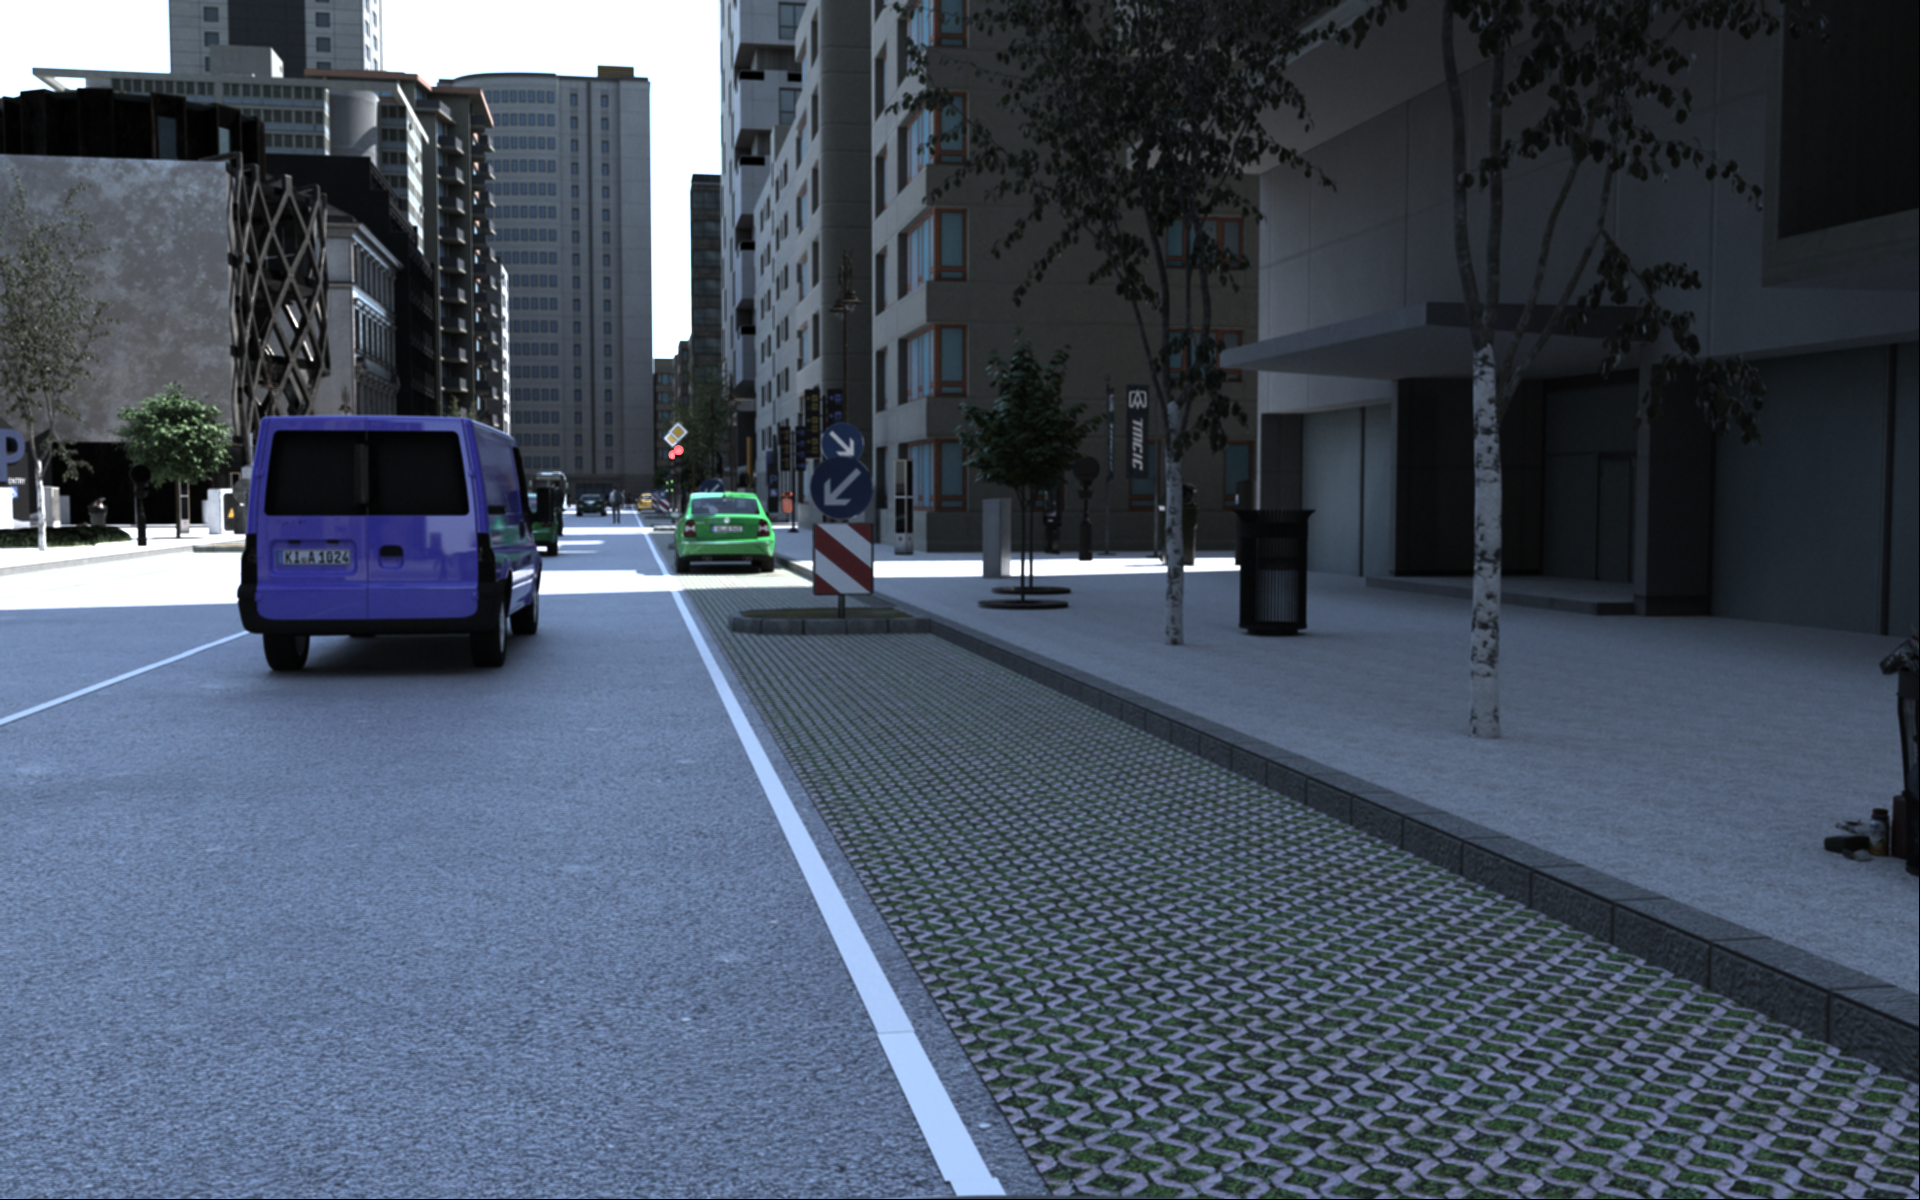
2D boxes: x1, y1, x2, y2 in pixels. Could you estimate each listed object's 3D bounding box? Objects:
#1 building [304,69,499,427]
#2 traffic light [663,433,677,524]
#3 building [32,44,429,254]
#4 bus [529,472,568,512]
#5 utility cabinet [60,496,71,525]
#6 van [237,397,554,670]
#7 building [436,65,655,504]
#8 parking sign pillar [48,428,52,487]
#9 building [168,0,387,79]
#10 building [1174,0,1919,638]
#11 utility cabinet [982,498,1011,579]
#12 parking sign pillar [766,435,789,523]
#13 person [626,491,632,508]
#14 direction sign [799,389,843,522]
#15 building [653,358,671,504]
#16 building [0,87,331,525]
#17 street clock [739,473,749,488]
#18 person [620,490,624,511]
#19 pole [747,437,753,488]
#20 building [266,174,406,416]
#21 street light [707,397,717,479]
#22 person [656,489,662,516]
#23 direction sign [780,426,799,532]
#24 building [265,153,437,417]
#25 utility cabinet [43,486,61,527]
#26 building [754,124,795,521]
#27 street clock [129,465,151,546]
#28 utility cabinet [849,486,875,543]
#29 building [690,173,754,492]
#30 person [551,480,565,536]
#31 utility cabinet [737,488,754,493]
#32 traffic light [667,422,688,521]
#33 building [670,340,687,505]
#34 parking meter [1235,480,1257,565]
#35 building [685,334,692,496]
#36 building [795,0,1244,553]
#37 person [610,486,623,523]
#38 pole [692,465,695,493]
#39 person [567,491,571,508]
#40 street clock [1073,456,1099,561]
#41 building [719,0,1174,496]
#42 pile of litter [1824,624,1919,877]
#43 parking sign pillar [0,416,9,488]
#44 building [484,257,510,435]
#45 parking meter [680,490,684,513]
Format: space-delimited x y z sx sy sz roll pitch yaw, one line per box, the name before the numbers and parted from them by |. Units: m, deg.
building | -60.570 -32.243 181.797 22.147 44.769 28.867 -1 4 -11
traffic light | -12.484 -5.279 75.232 0.839 4.253 0.868 -1 4 -11
building | -61.323 -28.309 154.725 32.217 40.220 23.993 -1 4 -11
bus | -33.403 -8.940 141.024 2.948 3.499 13.247 -1 4 -12
utility cabinet | -37.597 -3.723 72.033 1.020 1.237 0.306 -2 4 -34
van | -4.978 -0.701 15.849 2.240 2.365 5.245 -1 4 -9
building | -56.956 -42.678 239.780 28.212 58.520 21.231 -1 4 -11
parking sign pillar | -37.692 -5.014 70.445 1.447 3.967 1.447 -3 5 -40
building | -78.510 -46.746 202.549 20.611 71.187 20.563 -1 4 -11
building | 18.208 -26.215 17.847 28.713 52.752 27.495 -1 4 -11
utility cabinet | 0.565 -0.954 26.759 0.306 1.237 1.020 1 4 10
parking sign pillar | -8.426 -5.468 77.867 1.447 3.967 1.447 -1 4 -10
person | -32.856 -9.983 172.166 0.568 1.767 0.683 2 4 27
direction sign | -2.935 -2.778 37.421 0.876 3.537 0.379 1 4 18
building | -29.305 -24.720 249.208 28.899 21.520 27.650 -1 4 -11
building | -38.457 -13.024 80.393 16.820 18.784 16.811 -1 4 -11
street clock | -7.475 -3.396 60.089 0.358 2.002 0.471 1 4 10
person | -28.090 -8.265 143.974 0.444 1.785 0.601 1 4 17
pole | -7.493 -4.153 61.746 0.158 3.312 0.155 0 3 0
building | -39.982 -14.663 104.364 10.561 19.102 19.286 -1 4 -11
street light | -11.790 -6.714 82.562 0.468 5.910 1.993 -1 4 -11
person | -18.595 -6.018 107.468 0.480 1.755 0.524 0 4 3
direction sign | -5.591 -4.038 58.022 0.876 3.537 0.379 1 4 11
building | -43.953 -17.837 121.319 12.332 23.373 15.834 -1 4 -11
utility cabinet | -26.070 -2.508 49.680 0.318 1.500 1.173 -1 4 -18
building | 4.264 -15.283 94.914 28.899 21.520 27.650 -1 4 -11
street clock | -20.152 -2.327 42.618 0.471 2.002 0.358 -2 4 -34
utility cabinet | -2.578 -2.236 45.233 0.318 1.500 1.173 -2 4 -25
building | -17.791 -23.730 159.686 14.160 30.474 14.107 -1 4 -11
person | -13.764 -3.130 59.044 0.474 1.900 0.648 0 4 -2
utility cabinet | -7.349 -3.091 59.221 0.318 1.500 1.173 0 4 7
traffic light | -10.969 -4.799 67.391 0.839 4.253 0.868 -1 4 -11
building | -20.572 -22.397 211.226 27.650 21.520 28.899 -1 4 -11
parking meter | 5.177 -1.404 31.374 0.372 1.533 0.369 0 3 0
building | -14.083 -20.642 182.531 27.650 21.520 28.899 -1 4 -11
building | 10.111 -12.783 54.036 27.650 21.520 28.899 -1 4 -11
person | -16.948 -4.701 85.468 0.679 1.850 0.850 -1 4 -20
pole | -18.347 -7.680 119.404 0.158 3.312 0.155 0 3 0
person | -41.134 -10.549 181.801 0.721 1.723 1.217 -2 4 -35
street clock | 2.420 -1.758 33.307 0.471 2.002 0.358 -2 4 -26
building | -2.936 -32.702 123.916 28.713 52.752 27.495 -1 4 -11
pile of litter | 3.620 0.497 5.847 1.176 0.858 1.719 1 4 16
parking sign pillar | -28.514 -3.874 51.804 1.447 3.967 1.447 1 4 12
building | -62.108 -26.832 210.402 14.107 30.474 14.160 -1 4 -11
parking meter | -19.343 -6.828 120.050 0.372 1.533 0.369 0 3 0
